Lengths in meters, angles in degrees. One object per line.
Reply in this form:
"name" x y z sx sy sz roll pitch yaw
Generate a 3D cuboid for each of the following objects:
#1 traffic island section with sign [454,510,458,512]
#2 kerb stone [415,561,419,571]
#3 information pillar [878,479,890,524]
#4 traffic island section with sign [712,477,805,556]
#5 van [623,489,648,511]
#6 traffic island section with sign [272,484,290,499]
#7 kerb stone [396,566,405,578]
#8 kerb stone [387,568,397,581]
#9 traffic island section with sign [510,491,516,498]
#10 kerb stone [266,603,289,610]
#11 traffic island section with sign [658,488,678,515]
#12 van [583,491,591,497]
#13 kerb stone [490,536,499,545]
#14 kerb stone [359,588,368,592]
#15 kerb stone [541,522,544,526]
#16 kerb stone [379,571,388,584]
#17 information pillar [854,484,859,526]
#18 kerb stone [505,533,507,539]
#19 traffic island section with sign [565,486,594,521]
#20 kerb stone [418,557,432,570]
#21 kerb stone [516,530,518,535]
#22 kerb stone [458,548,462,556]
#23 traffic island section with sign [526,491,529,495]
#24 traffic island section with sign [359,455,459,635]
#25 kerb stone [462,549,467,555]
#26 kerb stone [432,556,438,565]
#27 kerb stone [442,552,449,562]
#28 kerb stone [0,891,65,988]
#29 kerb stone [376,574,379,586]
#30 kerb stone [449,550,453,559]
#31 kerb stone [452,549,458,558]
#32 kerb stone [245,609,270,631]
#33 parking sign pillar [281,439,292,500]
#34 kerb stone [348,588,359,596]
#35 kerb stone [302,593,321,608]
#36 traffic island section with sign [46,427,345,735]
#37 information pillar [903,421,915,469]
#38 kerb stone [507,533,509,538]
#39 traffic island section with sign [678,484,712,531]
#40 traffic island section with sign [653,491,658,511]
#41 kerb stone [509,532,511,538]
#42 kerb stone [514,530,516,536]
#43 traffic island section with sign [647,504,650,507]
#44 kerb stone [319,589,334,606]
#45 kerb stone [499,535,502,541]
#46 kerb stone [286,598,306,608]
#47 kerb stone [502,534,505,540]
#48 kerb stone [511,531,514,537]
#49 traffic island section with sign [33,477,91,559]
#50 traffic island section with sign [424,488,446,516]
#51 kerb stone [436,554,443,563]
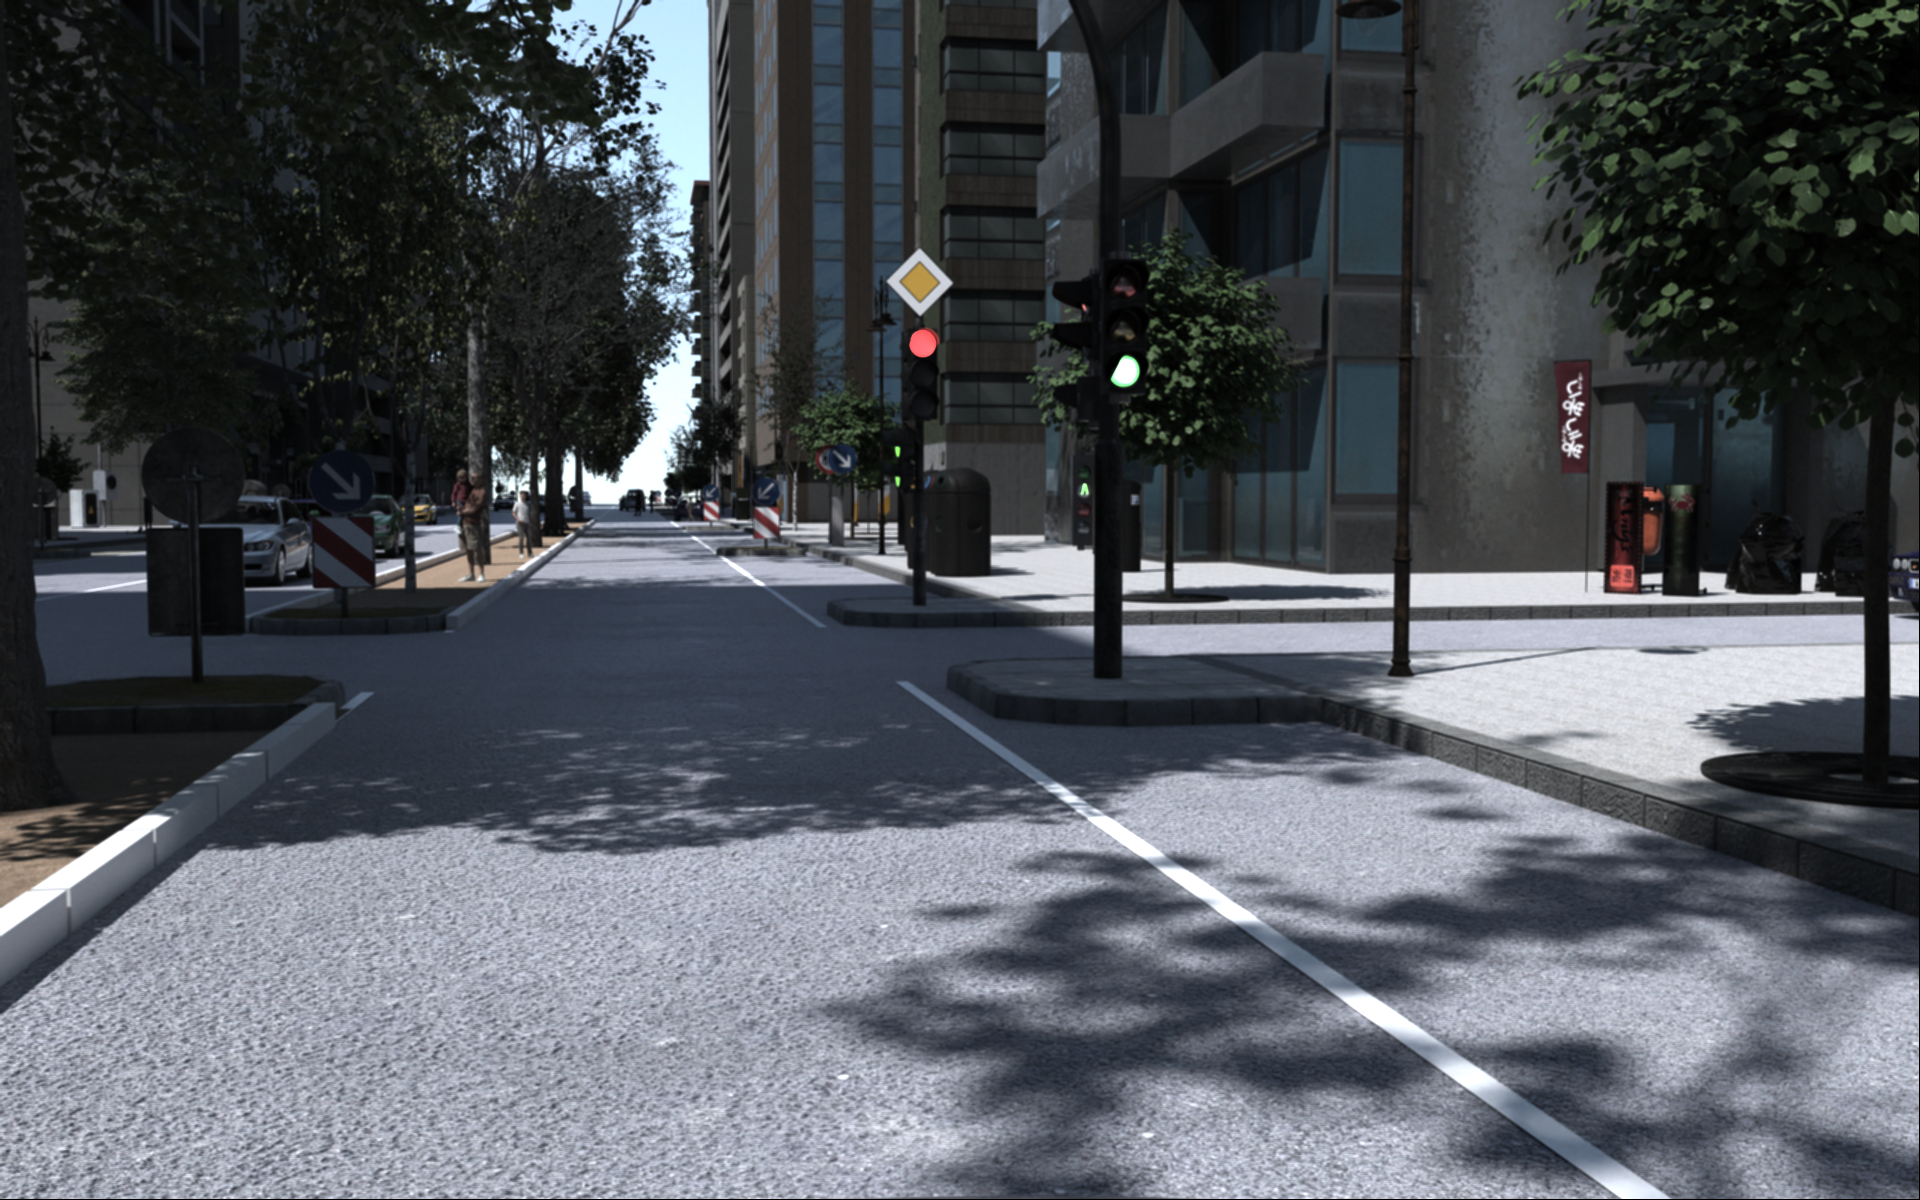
"traffic island section with sign" -40.203 -8.122 141.429 1.989 1.847 2.006 -1 4 -11
"kerb stone" -9.998 -0.569 31.491 0.120 0.150 1.000 -1 4 -11
"information pillar" -3.216 -5.011 73.278 0.504 3.616 0.183 -2 4 -28
"traffic island section with sign" -4.736 -1.970 40.830 1.989 1.847 2.006 -1 4 -11
"van" -27.437 -8.527 146.433 2.013 2.044 4.112 -1 4 -11
"traffic island section with sign" -25.865 -3.505 65.931 1.989 1.847 2.006 -1 4 -11
"kerb stone" -9.625 -0.444 29.481 0.120 0.150 1.000 -1 4 -11
"kerb stone" -9.423 -0.384 28.469 0.120 0.150 1.000 -1 4 -11
"traffic island section with sign" -50.535 -11.451 195.856 1.989 1.847 2.006 -1 4 -11
"kerb stone" -7.714 0.170 19.418 0.120 0.150 1.000 -1 4 -11
"traffic island section with sign" -19.372 -6.684 117.908 1.989 1.847 2.006 -1 4 -11
"van" -52.326 -14.313 241.025 2.013 2.044 4.112 -1 4 -9
"kerb stone" -13.632 -1.738 50.610 0.120 0.150 1.000 -1 4 -11
"kerb stone" -8.845 -0.199 25.452 0.120 0.150 1.000 -1 4 -11
"kerb stone" -19.361 -3.584 80.801 0.120 0.150 1.000 -1 4 -11
"kerb stone" -9.240 -0.321 27.464 0.120 0.150 1.000 -1 4 -11
"information pillar" -4.146 -4.766 69.282 0.183 3.616 0.504 1 4 13
"kerb stone" -14.200 -1.916 53.623 0.120 0.150 1.000 -1 4 -11
"traffic island section with sign" -20.509 -5.149 92.323 2.006 1.907 1.989 -1 4 -11
"kerb stone" -10.382 -0.691 33.500 0.120 0.150 1.000 -1 4 -11
"kerb stone" -15.163 -2.227 58.658 0.120 0.150 1.000 -1 4 -11
"kerb stone" -11.537 -1.061 39.544 0.120 0.150 1.000 -1 4 -11
"traffic island section with sign" -55.662 -13.101 222.833 1.989 1.847 2.006 -1 4 -11
"traffic island section with sign" -6.482 -0.634 18.500 2.006 1.907 1.989 -1 4 -11
"kerb stone" -11.721 -1.121 40.555 0.120 0.150 1.000 -1 4 -11
"kerb stone" -10.577 -0.752 34.504 0.120 0.150 1.000 -1 4 -11
"kerb stone" -10.952 -0.876 36.523 0.120 0.150 1.000 -1 4 -11
"kerb stone" -2.862 1.045 5.116 0.120 0.150 1.000 -1 4 -11
"kerb stone" -9.045 -0.261 26.460 0.120 0.150 1.000 -1 4 -11
"kerb stone" -11.150 -0.935 37.530 0.120 0.150 1.000 -1 4 -11
"kerb stone" -11.339 -0.997 38.542 0.120 0.150 1.000 -1 4 -11
"kerb stone" -7.515 0.233 18.416 0.120 0.150 1.000 -1 4 -11
"parking sign pillar" -32.957 -5.896 84.875 1.447 3.967 1.447 -1 4 -18
"kerb stone" -8.666 -0.137 24.441 0.120 0.150 1.000 -1 4 -11
"kerb stone" -8.093 0.047 21.429 0.120 0.150 1.000 -1 4 -11
"traffic island section with sign" -5.110 -0.189 11.221 2.006 1.907 1.989 -1 4 -11
"information pillar" -1.598 -3.894 55.018 0.504 3.616 0.183 0 4 5
"kerb stone" -14.392 -1.984 54.627 0.120 0.150 1.000 -1 4 -11
"traffic island section with sign" -9.945 -3.644 68.207 1.989 1.847 2.006 -1 4 -11
"traffic island section with sign" -24.446 -8.316 144.586 1.989 1.847 2.006 -1 4 -11
"kerb stone" -14.590 -2.041 55.641 0.120 0.150 1.000 -1 4 -11
"kerb stone" -14.963 -2.169 57.655 0.120 0.150 1.000 -1 4 -11
"traffic island section with sign" -34.675 -11.613 198.507 1.989 1.847 2.006 -1 4 -11
"kerb stone" -8.275 -0.010 22.435 0.120 0.150 1.000 -1 4 -11
"kerb stone" -13.821 -1.799 51.614 0.120 0.150 1.000 -1 4 -11
"kerb stone" -7.901 0.110 20.423 0.120 0.150 1.000 -1 4 -11
"kerb stone" -14.012 -1.861 52.618 0.120 0.150 1.000 -1 4 -11
"kerb stone" -14.777 -2.107 56.650 0.120 0.150 1.000 -1 4 -11
"traffic island section with sign" -20.720 -1.847 38.832 1.989 1.847 2.006 -1 4 -11
"traffic island section with sign" -35.120 -6.483 114.620 1.989 1.847 2.006 -1 4 -11
"kerb stone" -10.766 -0.814 35.518 0.120 0.150 1.000 -1 4 -11
